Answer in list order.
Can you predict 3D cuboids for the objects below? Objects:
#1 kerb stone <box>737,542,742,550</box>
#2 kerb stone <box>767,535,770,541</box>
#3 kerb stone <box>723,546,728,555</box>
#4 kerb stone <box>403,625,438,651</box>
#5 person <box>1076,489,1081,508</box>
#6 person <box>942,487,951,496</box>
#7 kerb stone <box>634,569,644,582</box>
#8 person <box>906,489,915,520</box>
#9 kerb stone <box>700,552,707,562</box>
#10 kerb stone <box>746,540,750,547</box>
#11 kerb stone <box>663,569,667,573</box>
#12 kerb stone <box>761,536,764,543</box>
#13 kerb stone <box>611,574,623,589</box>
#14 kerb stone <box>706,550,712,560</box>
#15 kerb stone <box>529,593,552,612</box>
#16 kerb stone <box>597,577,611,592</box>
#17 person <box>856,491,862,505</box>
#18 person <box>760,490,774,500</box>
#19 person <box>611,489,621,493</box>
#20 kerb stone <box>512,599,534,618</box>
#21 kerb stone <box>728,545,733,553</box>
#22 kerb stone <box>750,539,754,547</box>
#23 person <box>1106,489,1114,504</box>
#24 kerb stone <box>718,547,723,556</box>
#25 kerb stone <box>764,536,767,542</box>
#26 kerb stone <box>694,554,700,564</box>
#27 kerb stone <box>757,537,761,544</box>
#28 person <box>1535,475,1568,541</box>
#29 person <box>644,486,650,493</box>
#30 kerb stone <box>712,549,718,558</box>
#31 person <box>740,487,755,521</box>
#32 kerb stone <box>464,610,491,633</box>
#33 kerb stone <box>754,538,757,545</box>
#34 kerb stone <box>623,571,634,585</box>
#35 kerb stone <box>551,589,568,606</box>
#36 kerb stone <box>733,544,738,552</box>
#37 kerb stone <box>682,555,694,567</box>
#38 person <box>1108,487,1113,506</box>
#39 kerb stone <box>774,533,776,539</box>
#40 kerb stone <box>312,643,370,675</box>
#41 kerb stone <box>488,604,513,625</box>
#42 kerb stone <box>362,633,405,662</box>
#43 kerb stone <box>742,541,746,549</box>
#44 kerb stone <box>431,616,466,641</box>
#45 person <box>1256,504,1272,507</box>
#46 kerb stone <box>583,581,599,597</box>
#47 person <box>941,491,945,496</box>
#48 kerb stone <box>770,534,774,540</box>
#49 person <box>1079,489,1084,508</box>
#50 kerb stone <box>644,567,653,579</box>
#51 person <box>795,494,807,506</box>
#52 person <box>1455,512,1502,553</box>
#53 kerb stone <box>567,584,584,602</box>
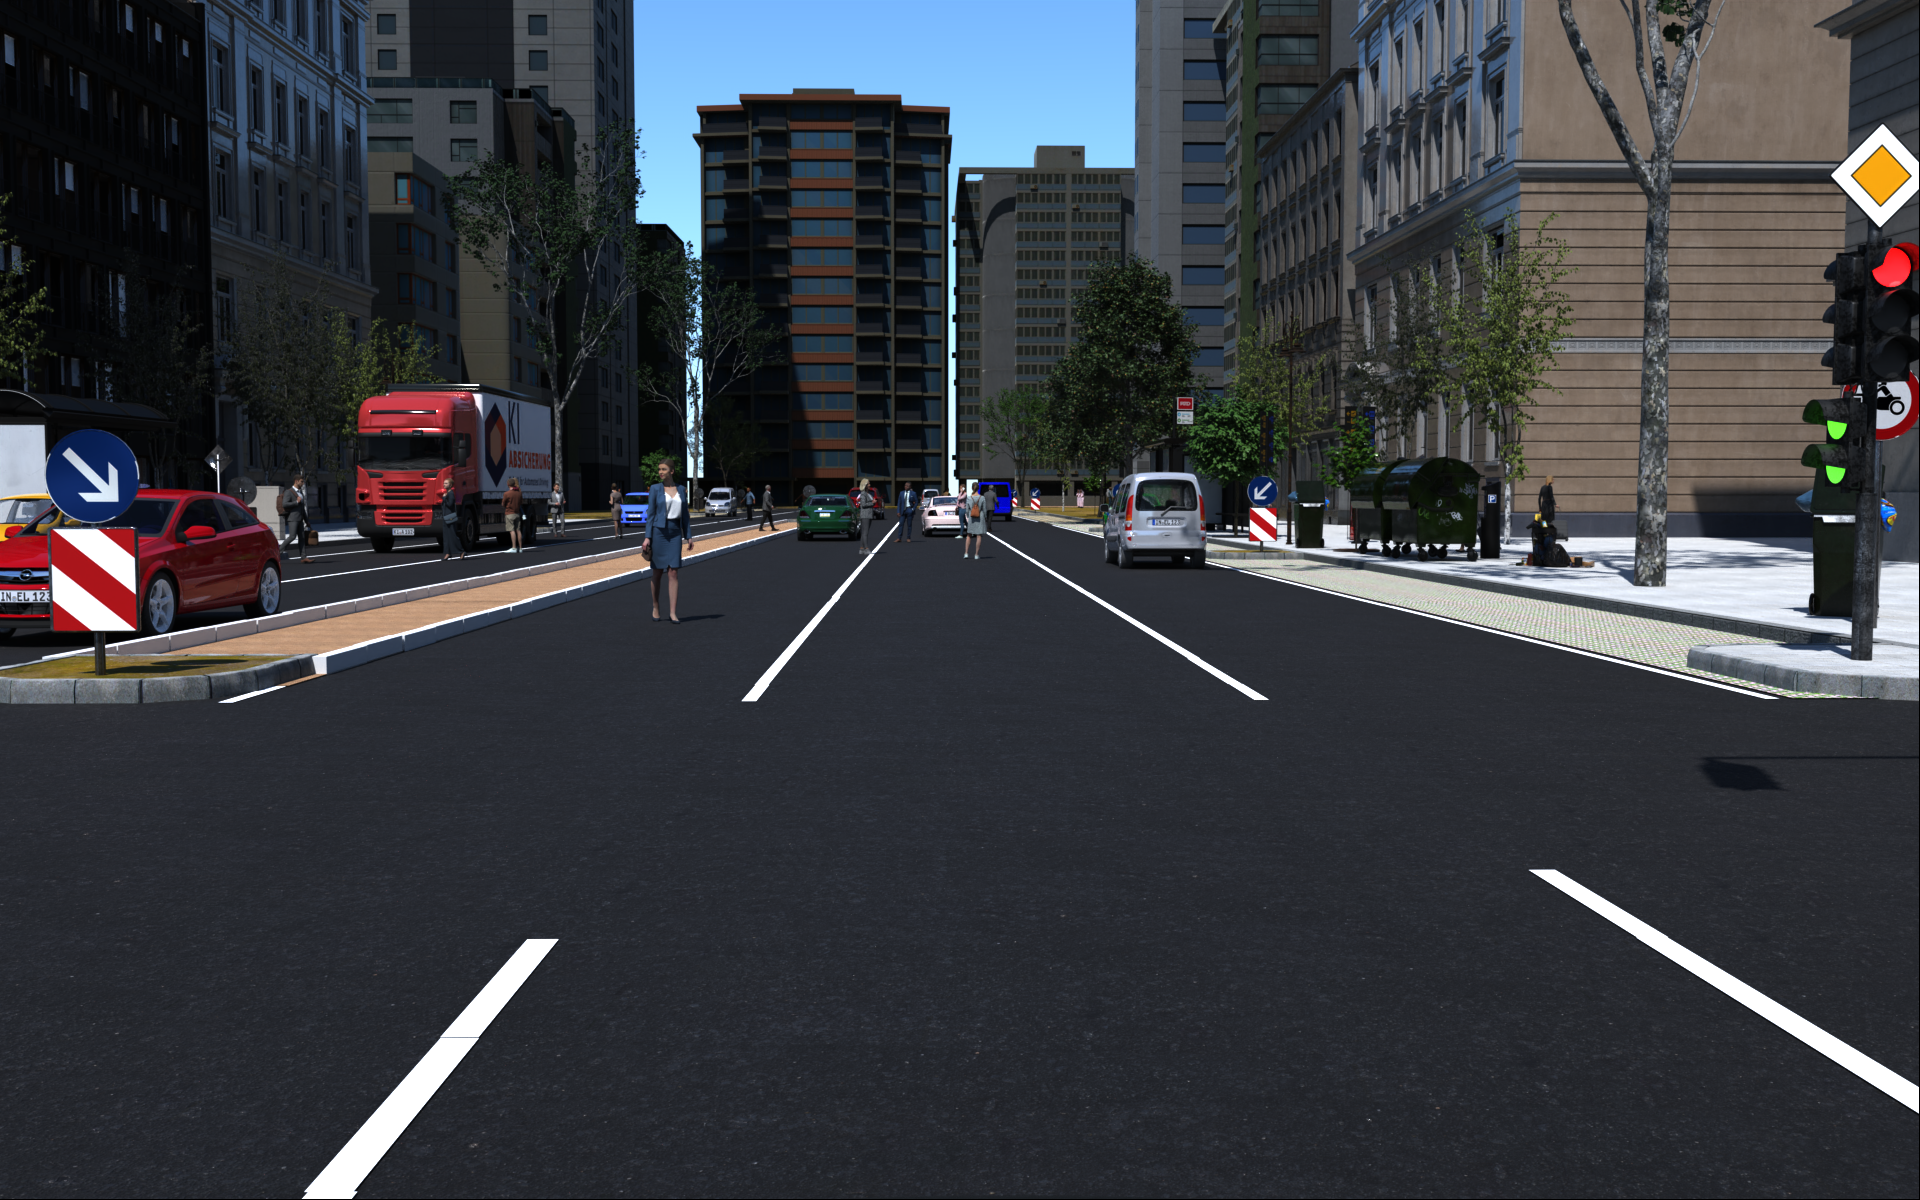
[{"bbox_3d":[-5.717,-1.325,43.929,0.120,0.150,1.000,0,4,-1],"label":"kerb stone"},{"bbox_3d":[-5.889,-1.832,52.142,0.120,0.150,1.000,0,4,-1],"label":"kerb stone"},{"bbox_3d":[-5.647,-1.141,40.853,0.120,0.150,1.000,0,4,-1],"label":"kerb stone"},{"bbox_3d":[-5.119,0.367,16.246,0.120,0.150,1.000,0,4,-1],"label":"kerb stone"},{"bbox_3d":[11.175,-9.554,162.917,0.551,1.740,0.621,1,4,17],"label":"person"},{"bbox_3d":[-0.689,-5.371,96.415,0.705,1.812,1.348,-3,5,-42],"label":"person"},{"bbox_3d":[-5.394,-0.390,28.570,0.120,0.150,1.000,0,4,-1],"label":"kerb stone"},{"bbox_3d":[-2.694,-5.197,94.403,0.436,1.711,0.756,-2,4,-30],"label":"person"},{"bbox_3d":[-5.553,-0.886,36.758,0.120,0.150,1.000,0,4,-1],"label":"kerb stone"},{"bbox_3d":[-5.761,-1.455,45.980,0.120,0.150,1.000,0,4,-1],"label":"kerb stone"},{"bbox_3d":[-5.458,-0.578,31.642,0.120,0.150,1.000,0,4,-1],"label":"kerb stone"},{"bbox_3d":[-5.845,-1.706,50.085,0.120,0.150,1.000,0,4,-1],"label":"kerb stone"},{"bbox_3d":[-5.345,-0.265,26.526,0.120,0.150,1.000,0,4,-1],"label":"kerb stone"},{"bbox_3d":[-5.584,-0.949,37.780,0.120,0.150,1.000,0,4,-1],"label":"kerb stone"},{"bbox_3d":[-5.237,0.049,21.390,0.120,0.150,1.000,0,4,-1],"label":"kerb stone"},{"bbox_3d":[-5.323,-0.202,25.504,0.120,0.150,1.000,0,4,-1],"label":"kerb stone"},{"bbox_3d":[-5.149,-5.061,92.193,0.756,1.711,0.436,0,4,-5],"label":"person"},{"bbox_3d":[-16.499,-8.513,147.777,1.350,1.814,0.705,2,4,27],"label":"person"},{"bbox_3d":[-20.113,-5.780,101.349,0.742,1.727,0.445,1,4,19],"label":"person"},{"bbox_3d":[-5.211,0.118,20.364,0.120,0.150,1.000,0,4,-1],"label":"kerb stone"},{"bbox_3d":[-5.672,-1.204,41.882,0.120,0.150,1.000,0,4,-1],"label":"kerb stone"},{"bbox_3d":[-5.775,-1.513,47.008,0.120,0.150,1.000,0,4,-1],"label":"kerb stone"},{"bbox_3d":[12.894,-8.747,149.787,0.721,1.736,1.217,-2,4,-31],"label":"person"},{"bbox_3d":[-5.623,-1.079,39.830,0.120,0.150,1.000,0,4,-1],"label":"kerb stone"},{"bbox_3d":[-5.864,-1.768,51.109,0.120,0.150,1.000,0,4,-1],"label":"kerb stone"},{"bbox_3d":[-5.533,-0.828,35.736,0.120,0.150,1.000,0,4,-1],"label":"kerb stone"},{"bbox_3d":[-5.815,-1.643,49.063,0.120,0.150,1.000,0,4,-1],"label":"kerb stone"},{"bbox_3d":[16.239,-2.527,47.580,0.699,1.804,1.509,1,4,9],"label":"person"},{"bbox_3d":[-21.163,-6.837,117.795,1.348,1.831,0.705,-1,4,-10],"label":"person"},{"bbox_3d":[-5.605,-1.016,38.802,0.120,0.150,1.000,0,4,-1],"label":"kerb stone"},{"bbox_3d":[-11.351,-5.176,93.107,0.705,1.826,1.348,-3,5,-40],"label":"person"},{"bbox_3d":[-5.172,0.238,18.308,0.120,0.150,1.000,0,4,-1],"label":"kerb stone"},{"bbox_3d":[-5.806,-1.580,48.032,0.120,0.150,1.000,0,4,-1],"label":"kerb stone"},{"bbox_3d":[-5.367,-0.327,27.548,0.120,0.150,1.000,0,4,-1],"label":"kerb stone"},{"bbox_3d":[-5.267,-0.014,22.420,0.120,0.150,1.000,0,4,-1],"label":"kerb stone"},{"bbox_3d":[-5.689,-1.256,42.904,0.120,0.150,1.000,0,4,-1],"label":"kerb stone"},{"bbox_3d":[-5.515,-0.765,34.711,0.120,0.150,1.000,0,4,-1],"label":"kerb stone"},{"bbox_3d":[11.372,-7.620,130.709,0.705,1.814,1.350,0,4,-5],"label":"person"},{"bbox_3d":[-5.934,-1.953,54.186,0.120,0.150,1.000,0,4,-1],"label":"kerb stone"},{"bbox_3d":[-5.082,0.493,14.197,0.120,0.150,1.000,0,4,-1],"label":"kerb stone"},{"bbox_3d":[-5.197,0.179,19.330,0.120,0.150,1.000,0,4,-1],"label":"kerb stone"},{"bbox_3d":[-5.111,0.427,15.222,0.120,0.150,1.000,0,4,-1],"label":"kerb stone"},{"bbox_3d":[-5.733,-1.392,44.956,0.120,0.150,1.000,0,4,-1],"label":"kerb stone"},{"bbox_3d":[-5.150,0.300,17.283,0.120,0.150,1.000,0,4,-1],"label":"kerb stone"},{"bbox_3d":[10.537,-3.320,60.354,0.581,1.822,0.654,3,5,40],"label":"person"},{"bbox_3d":[-5.297,-0.140,24.477,0.120,0.150,1.000,0,4,-1],"label":"kerb stone"},{"bbox_3d":[-1.410,-9.259,160.562,1.217,1.739,0.721,1,4,21],"label":"person"},{"bbox_3d":[-5.904,-1.891,53.164,0.120,0.150,1.000,0,4,-1],"label":"kerb stone"},{"bbox_3d":[11.070,-9.247,157.901,0.551,1.740,0.621,1,4,20],"label":"person"},{"bbox_3d":[-5.404,-0.445,29.595,0.120,0.150,1.000,0,4,-1],"label":"kerb stone"},{"bbox_3d":[-9.828,-6.133,109.299,1.217,1.766,0.721,1,4,11],"label":"person"},{"bbox_3d":[11.398,-1.956,38.247,1.509,1.804,0.699,-2,4,-30],"label":"person"},{"bbox_3d":[-5.279,-0.076,23.444,0.120,0.150,1.000,0,4,-1],"label":"kerb stone"}]
